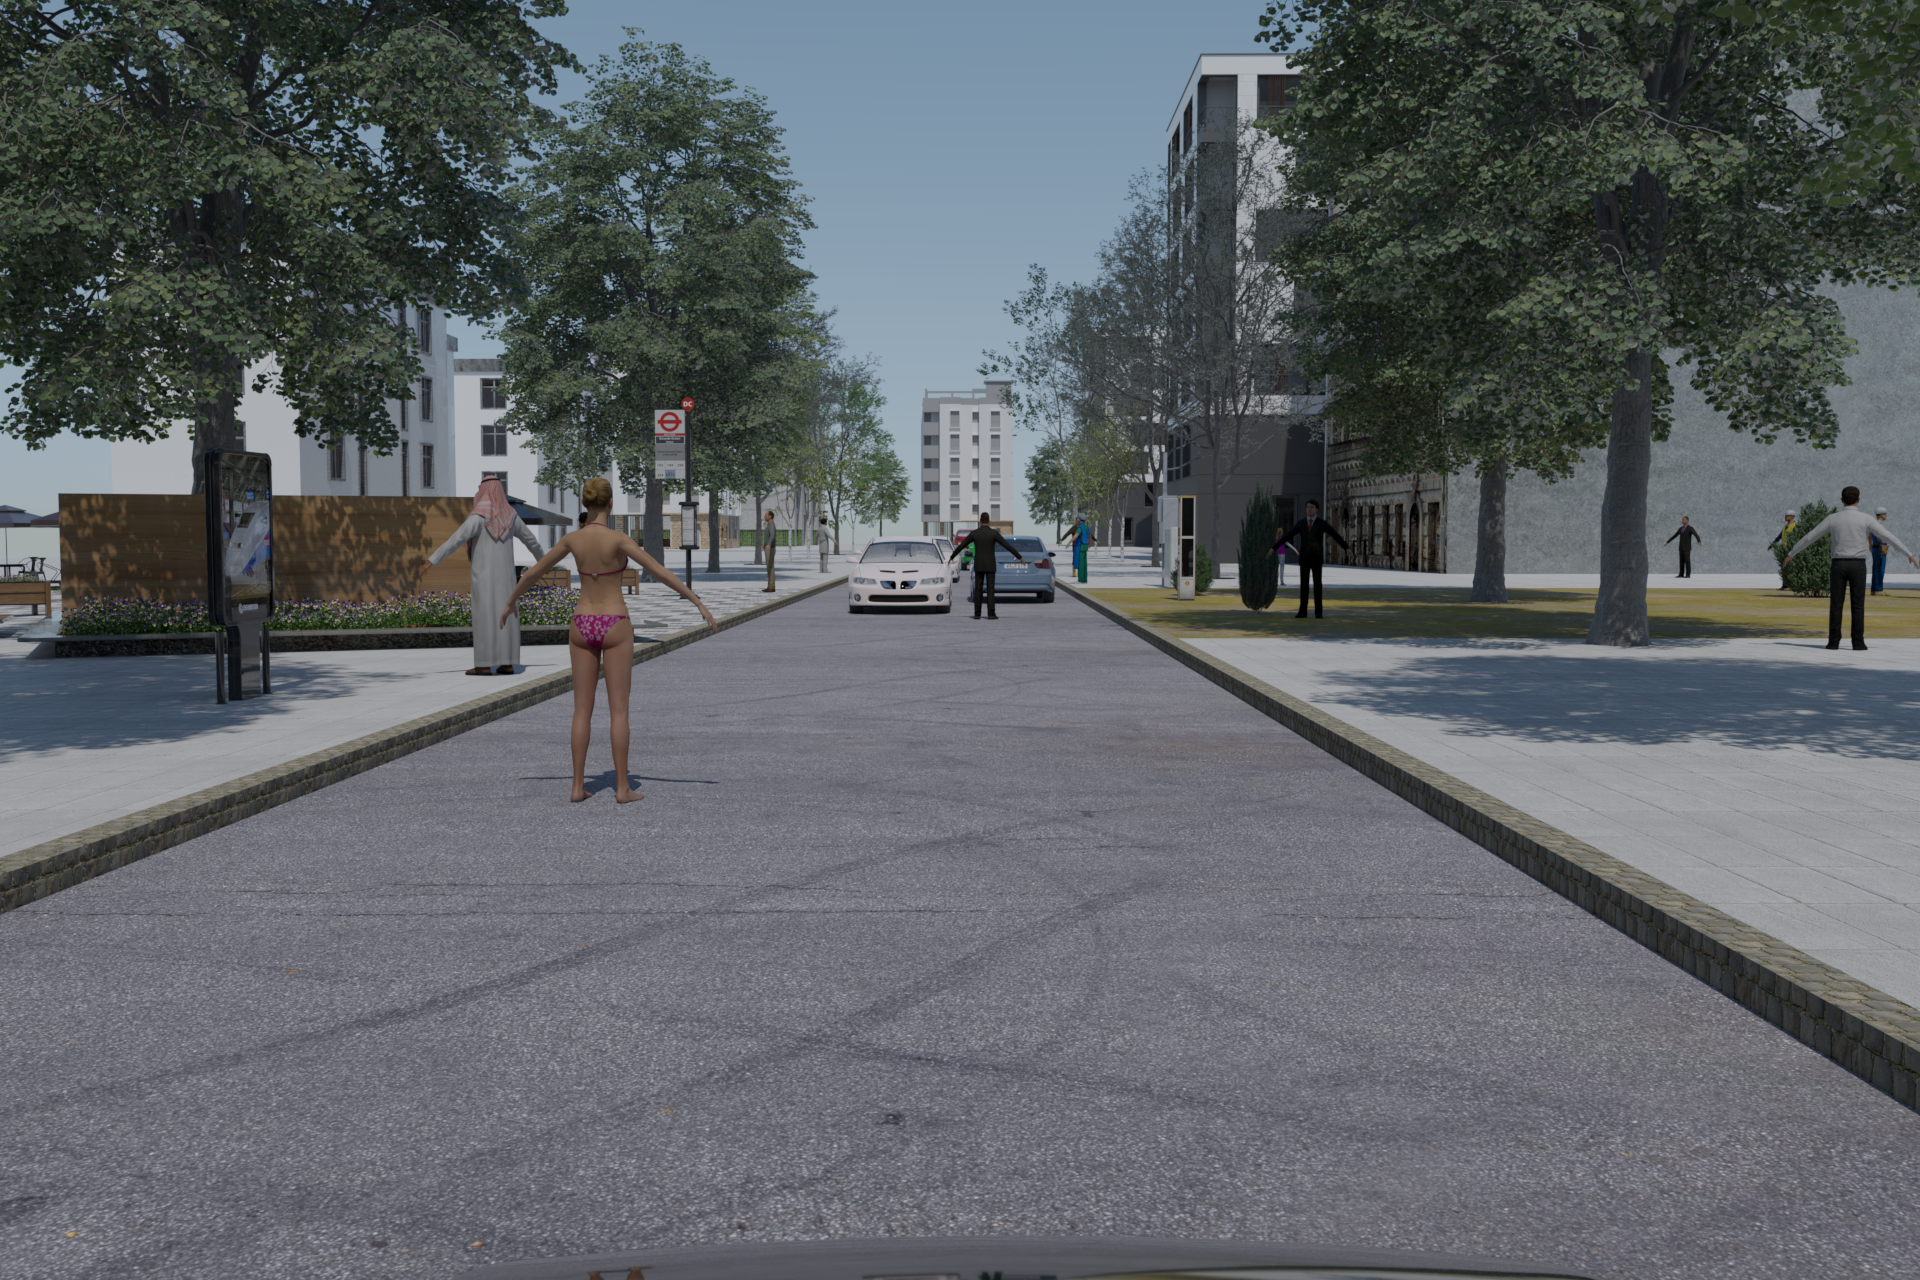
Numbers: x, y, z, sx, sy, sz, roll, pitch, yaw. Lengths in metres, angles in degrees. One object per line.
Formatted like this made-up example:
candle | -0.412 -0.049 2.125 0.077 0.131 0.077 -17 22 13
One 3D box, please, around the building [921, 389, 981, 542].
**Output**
building | -4.560 -21.969 218.076 11.380 20.090 16.016 1 4 10

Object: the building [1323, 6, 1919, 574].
building | 24.735 -14.245 63.841 19.493 23.208 18.063 0 3 0

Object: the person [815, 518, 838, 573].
person | -4.444 -3.105 56.945 0.705 1.806 1.347 -3 4 -36

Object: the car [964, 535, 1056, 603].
car | 1.103 -1.557 37.456 2.014 1.417 4.499 0 4 0

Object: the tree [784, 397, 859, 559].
tree | -7.574 -8.456 88.621 4.737 8.622 4.395 0 3 0

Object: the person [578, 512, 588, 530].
person | -9.051 -2.192 41.981 0.704 1.843 1.345 -1 4 -21

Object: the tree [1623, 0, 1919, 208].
tree | 7.026 -5.530 8.535 7.486 12.596 7.792 0 3 0

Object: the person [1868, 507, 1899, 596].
person | 19.134 -1.843 35.988 0.705 1.847 1.347 0 4 6

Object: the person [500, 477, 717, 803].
person | -1.907 -0.004 9.320 1.217 1.733 0.721 1 4 8

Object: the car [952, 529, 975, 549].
car | 0.543 -6.942 122.168 2.281 1.827 5.304 0 4 1

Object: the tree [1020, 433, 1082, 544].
tree | 12.482 -18.962 216.683 9.857 13.997 8.962 0 3 0

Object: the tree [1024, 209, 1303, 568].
tree | 7.428 -9.530 66.190 12.009 13.543 11.850 0 3 0

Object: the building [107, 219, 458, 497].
building | -22.201 -7.225 60.275 9.099 9.664 28.070 0 4 0

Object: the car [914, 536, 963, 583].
car | -0.938 -2.449 52.397 2.083 1.381 4.827 0 4 1

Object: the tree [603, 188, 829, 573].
tree | -8.086 -8.521 57.439 7.486 12.596 7.792 0 3 0

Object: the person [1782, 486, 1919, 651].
person | 9.830 -0.795 19.158 1.344 1.810 0.704 2 4 32

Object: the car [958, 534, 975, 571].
car | 0.909 -3.703 69.334 1.959 1.807 4.718 0 4 0

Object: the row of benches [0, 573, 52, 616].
row of benches | -15.729 -0.642 25.958 1.422 0.672 4.104 3 5 42

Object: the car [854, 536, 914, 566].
car | -1.821 -2.129 47.170 2.083 1.381 4.827 0 4 0

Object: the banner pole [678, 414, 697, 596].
banner pole | -5.669 -2.824 36.189 0.401 3.779 0.863 0 3 0

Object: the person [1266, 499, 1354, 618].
person | 5.349 -1.237 26.408 1.347 1.806 0.705 2 4 26

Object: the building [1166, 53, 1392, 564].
building | 24.403 -15.055 90.128 27.936 21.610 32.646 0 4 1

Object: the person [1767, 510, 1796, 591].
person | 18.695 -2.027 39.104 0.705 1.833 1.349 0 4 -4

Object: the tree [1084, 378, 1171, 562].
tree | 7.278 -7.828 78.350 4.360 8.622 3.978 0 3 0

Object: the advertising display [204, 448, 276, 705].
advertising display | -5.573 -0.503 13.442 0.123 1.923 0.974 0 4 0

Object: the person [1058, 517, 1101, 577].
person | 3.533 -2.775 51.504 1.346 1.812 0.704 -1 4 -16

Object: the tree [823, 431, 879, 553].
tree | -7.389 -10.285 118.527 4.737 8.622 4.395 0 3 0

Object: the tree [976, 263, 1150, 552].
tree | 7.460 -16.216 121.028 12.611 20.169 13.585 0 3 0

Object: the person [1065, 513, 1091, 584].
person | 3.098 -2.346 44.476 0.704 1.817 1.347 2 4 30

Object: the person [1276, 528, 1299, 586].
person | 7.962 -2.064 43.005 0.991 1.433 0.599 3 5 41

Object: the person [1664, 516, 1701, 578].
person | 21.152 -2.713 50.581 0.704 1.802 1.346 -2 4 -24

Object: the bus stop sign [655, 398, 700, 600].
bus stop sign | -5.540 -2.769 33.984 0.855 3.939 0.416 0 4 0

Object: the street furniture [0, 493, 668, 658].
street furniture | -7.144 -0.877 21.202 11.010 1.723 9.812 -2 4 -25

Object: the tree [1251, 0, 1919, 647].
tree | 7.701 -6.920 19.794 9.857 13.997 8.962 0 3 0

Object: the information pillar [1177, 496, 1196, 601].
information pillar | 4.363 -1.766 33.371 0.304 2.012 0.304 0 4 -1

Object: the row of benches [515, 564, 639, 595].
row of benches | -8.738 -1.247 35.858 4.104 0.672 1.422 -2 4 -26

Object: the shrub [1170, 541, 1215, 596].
shrub | 4.838 -1.524 36.028 1.383 1.207 1.383 0 3 0

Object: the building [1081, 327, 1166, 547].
building | 26.968 -21.010 187.489 27.936 21.610 32.646 0 4 1

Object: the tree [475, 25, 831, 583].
tree | -8.052 -8.491 45.488 9.857 13.997 8.962 0 3 0

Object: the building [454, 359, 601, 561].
building | -24.622 -9.471 97.003 9.099 9.664 28.070 0 4 0

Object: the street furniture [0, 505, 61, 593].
street furniture | -32.863 -1.962 37.109 27.439 1.986 14.083 1 4 8

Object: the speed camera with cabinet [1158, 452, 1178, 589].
speed camera with cabinet | 5.168 -2.876 41.356 0.660 3.252 2.038 0 4 -1

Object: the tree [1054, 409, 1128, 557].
tree | 7.558 -8.976 97.128 4.737 8.622 4.395 0 3 0

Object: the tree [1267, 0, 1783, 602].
tree | 10.006 -7.700 32.543 9.857 13.997 8.962 0 3 0

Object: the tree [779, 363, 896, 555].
tree | -7.608 -10.942 104.664 9.928 11.665 9.643 0 3 0

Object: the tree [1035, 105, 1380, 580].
tree | 7.405 -8.481 49.030 12.009 13.543 11.850 0 3 0

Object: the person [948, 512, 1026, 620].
person | 0.426 -1.246 29.050 1.346 1.802 0.704 1 4 14

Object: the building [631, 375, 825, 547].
building | -24.867 -19.889 191.636 16.747 18.905 31.486 0 4 1

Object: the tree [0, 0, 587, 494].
tree | -8.765 -6.926 19.899 9.857 13.997 8.962 0 3 0

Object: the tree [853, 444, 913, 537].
tree | -9.489 -18.250 216.522 7.486 12.596 7.792 0 3 0

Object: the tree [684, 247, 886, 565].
tree | -8.268 -9.867 71.691 12.009 13.543 11.850 0 3 0

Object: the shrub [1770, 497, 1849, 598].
shrub | 17.351 -1.874 35.065 1.690 2.028 1.600 0 3 0

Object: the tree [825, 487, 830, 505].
tree | -19.711 -17.634 214.078 9.928 11.665 9.643 0 3 0

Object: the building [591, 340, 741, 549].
building | -25.578 -17.911 149.267 16.016 20.090 11.380 0 3 0

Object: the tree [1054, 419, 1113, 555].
tree | 7.722 -9.479 105.348 4.360 8.622 3.978 0 3 0

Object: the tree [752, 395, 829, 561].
tree | -8.112 -8.082 82.511 4.360 8.622 3.978 0 3 0

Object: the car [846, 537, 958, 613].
car | -1.082 -1.256 32.892 2.083 1.381 4.827 0 4 0

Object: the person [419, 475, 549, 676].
person | -4.271 -0.589 15.771 0.704 1.811 1.347 3 5 42

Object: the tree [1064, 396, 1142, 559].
tree | 7.522 -8.408 87.838 4.737 8.622 4.395 0 3 0

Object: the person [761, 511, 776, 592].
person | -4.230 -1.960 38.314 0.705 1.796 1.348 -1 4 -10
